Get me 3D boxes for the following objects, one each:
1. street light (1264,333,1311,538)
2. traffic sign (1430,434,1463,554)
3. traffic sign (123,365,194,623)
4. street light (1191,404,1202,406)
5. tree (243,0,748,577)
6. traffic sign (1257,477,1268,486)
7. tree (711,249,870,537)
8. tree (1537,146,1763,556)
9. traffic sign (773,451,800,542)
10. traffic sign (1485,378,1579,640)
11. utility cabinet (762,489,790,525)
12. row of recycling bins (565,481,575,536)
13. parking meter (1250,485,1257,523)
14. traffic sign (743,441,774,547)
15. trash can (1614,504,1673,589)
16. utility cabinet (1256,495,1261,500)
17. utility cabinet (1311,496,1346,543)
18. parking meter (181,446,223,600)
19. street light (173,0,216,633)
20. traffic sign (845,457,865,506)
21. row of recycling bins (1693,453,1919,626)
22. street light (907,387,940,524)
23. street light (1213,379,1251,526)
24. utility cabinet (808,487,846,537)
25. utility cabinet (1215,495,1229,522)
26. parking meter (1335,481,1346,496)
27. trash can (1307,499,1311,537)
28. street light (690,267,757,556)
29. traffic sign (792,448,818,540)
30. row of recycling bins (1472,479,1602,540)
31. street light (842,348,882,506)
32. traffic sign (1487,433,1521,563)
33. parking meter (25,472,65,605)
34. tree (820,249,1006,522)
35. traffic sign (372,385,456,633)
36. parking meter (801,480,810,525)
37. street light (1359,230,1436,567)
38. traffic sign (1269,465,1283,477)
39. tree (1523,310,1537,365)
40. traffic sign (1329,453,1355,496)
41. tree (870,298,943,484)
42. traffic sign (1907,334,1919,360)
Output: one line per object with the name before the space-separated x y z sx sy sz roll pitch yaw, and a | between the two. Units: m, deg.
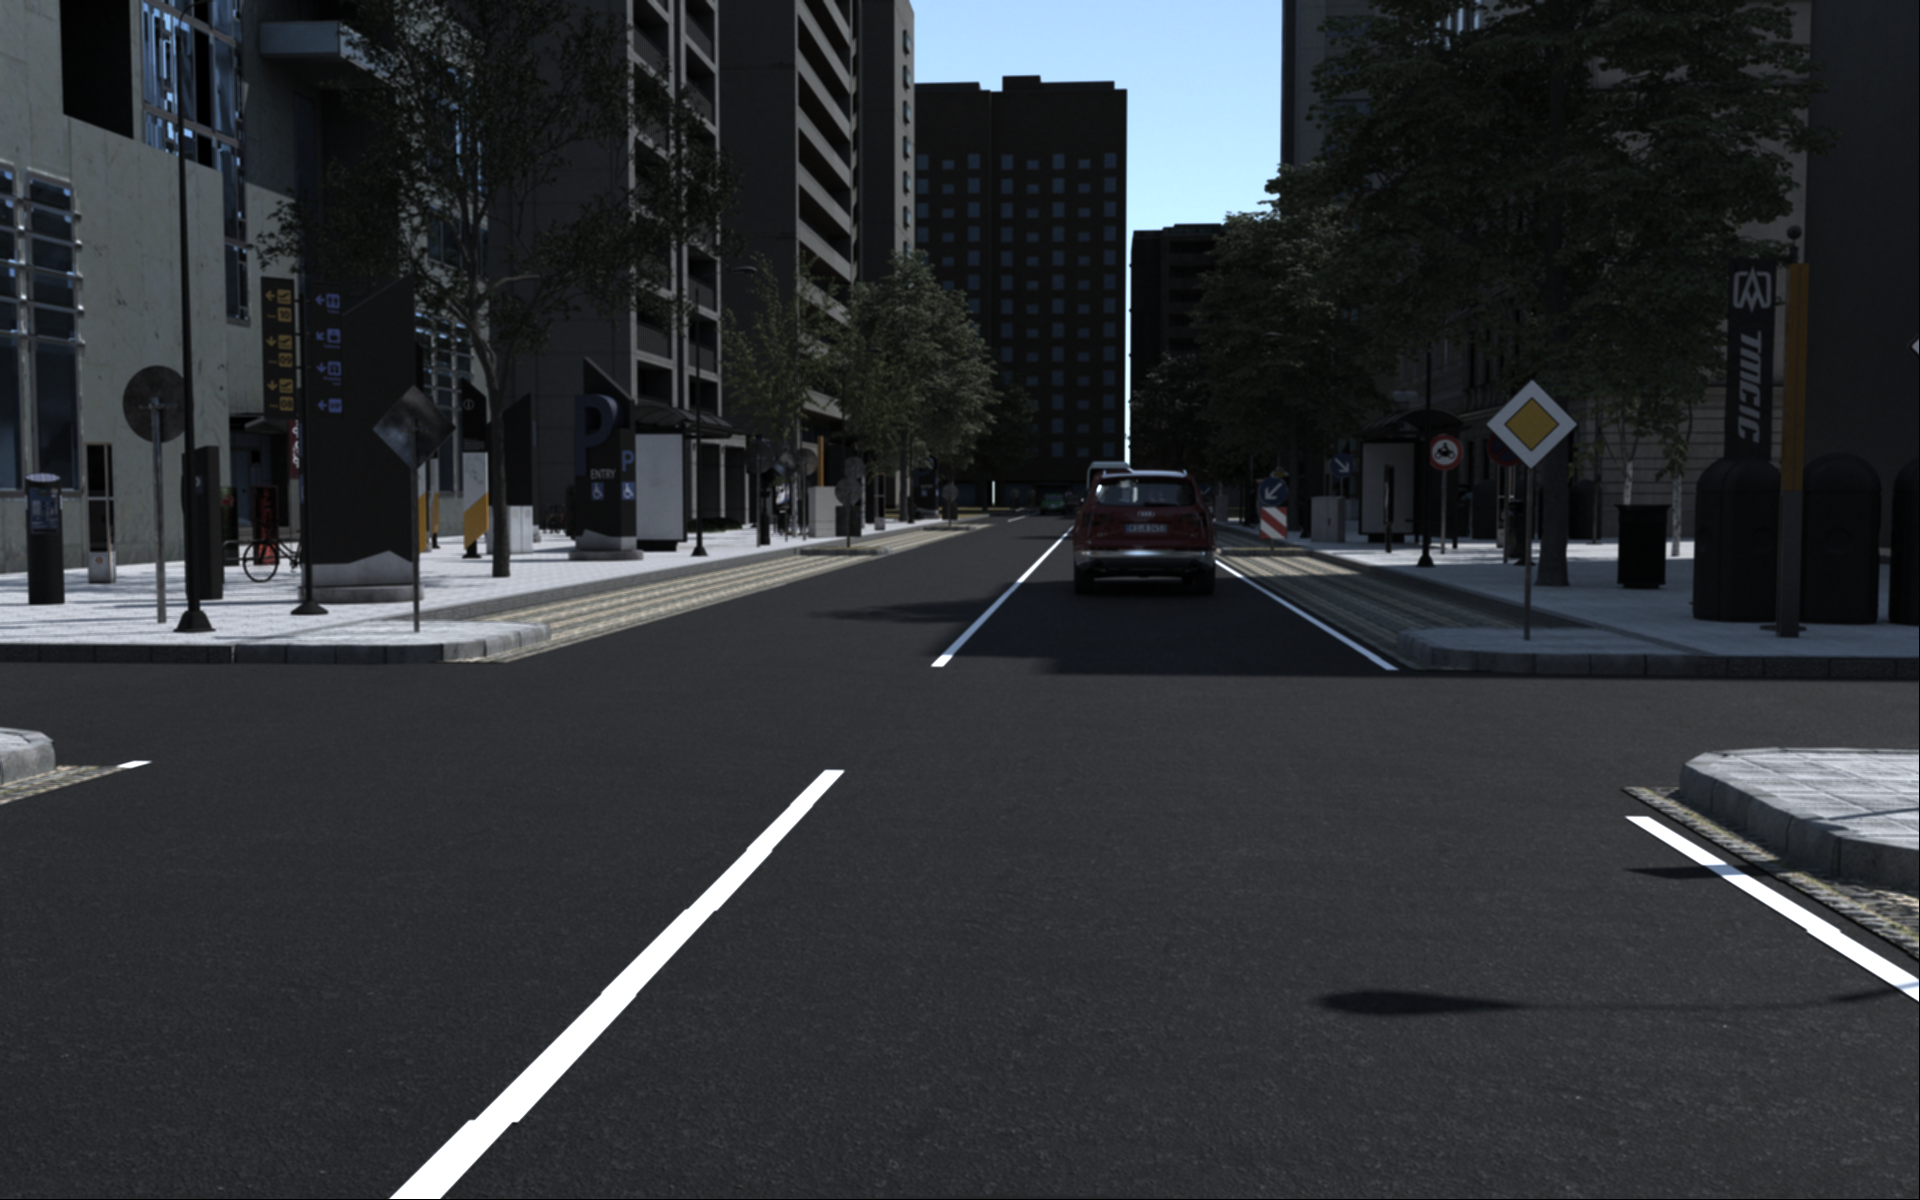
street light | 9.459 -4.741 50.061 1.470 5.913 1.316 0 4 5
traffic sign | 10.302 -2.249 36.884 0.768 2.556 0.104 0 4 5
traffic sign | -7.950 -1.044 17.174 0.768 2.556 0.104 1 4 9
street light | 12.594 -7.151 89.452 1.470 5.913 1.316 0 4 5
tree | -6.983 -5.649 26.779 8.767 10.594 7.601 1 4 14
traffic sign | 15.504 -5.464 89.444 0.768 2.556 0.104 0 4 7
tree | -5.156 -6.174 51.314 4.737 8.622 4.395 0 3 0
tree | 14.530 -5.207 35.499 4.737 8.622 4.395 0 3 0
traffic sign | -4.667 -2.774 46.538 0.795 2.450 0.064 1 4 13
traffic sign | 4.973 -0.703 15.141 0.795 2.450 0.064 0 4 5
utility cabinet | -7.617 -3.855 71.704 1.173 1.500 0.318 1 4 21
row of recycling bins | -10.491 -2.778 52.528 3.534 1.692 1.069 2 4 25
parking meter | 12.878 -4.329 76.487 0.399 1.863 0.255 0 4 1
traffic sign | -4.887 -2.558 41.925 0.768 2.556 0.104 1 4 14
trash can | 9.263 -0.726 23.519 0.748 1.137 0.748 0 3 0
utility cabinet | 14.852 -4.478 84.372 1.020 1.237 0.306 1 4 9
utility cabinet | 9.776 -2.132 46.017 0.306 1.237 1.020 -2 4 -32
parking meter | -9.211 -0.938 21.039 0.399 1.863 0.255 1 4 14
street light | -6.611 -2.655 15.947 1.470 5.913 1.316 0 4 5
traffic sign | -3.610 -3.590 58.806 0.768 2.556 0.104 0 4 7
row of recycling bins | 9.244 -0.620 17.253 3.534 1.692 1.069 1 4 14
street light | -1.588 -6.276 75.147 1.470 5.913 1.316 0 4 5
street light | 11.006 -5.946 69.758 1.470 5.913 1.316 0 4 5
utility cabinet | -3.969 -2.593 51.078 0.318 1.500 1.173 3 5 40
utility cabinet | 12.145 -4.234 80.383 0.306 1.237 1.020 -1 4 -10
parking meter | 16.701 -4.302 76.053 0.399 1.863 0.255 -2 4 -25
trash can | 10.570 -2.432 51.419 0.748 1.137 0.748 0 3 0
street light | -4.854 -3.858 35.627 1.470 5.913 1.316 0 4 5
traffic sign | -4.301 -2.918 47.814 0.768 2.556 0.104 1 4 10
row of recycling bins | 16.356 -2.565 49.057 3.534 1.692 1.069 0 4 4
street light | -3.190 -5.063 55.314 1.470 5.913 1.316 0 4 5
traffic sign | 10.163 -1.963 32.195 0.768 2.556 0.104 0 4 8
parking meter | -10.658 -0.719 20.169 0.372 1.533 0.369 0 3 0
tree | -2.628 -9.907 80.106 7.486 12.596 7.792 0 3 0
traffic sign | -5.034 -0.756 15.997 0.795 2.450 0.064 0 4 5
parking meter | -6.410 -4.051 71.946 0.255 1.863 0.399 1 4 16
street light | 7.663 -3.538 30.384 1.470 5.913 1.316 0 4 5
traffic sign | 12.554 -4.095 68.138 0.795 2.450 0.064 0 4 7
tree | 15.324 -5.475 39.872 4.737 8.622 4.395 0 3 0
traffic sign | 11.884 -3.292 53.925 0.768 2.556 0.104 1 4 13
tree | -3.363 -6.963 64.205 4.737 8.622 4.395 0 3 0
traffic sign | 4.306 -0.217 7.184 0.795 2.450 0.064 0 4 5
